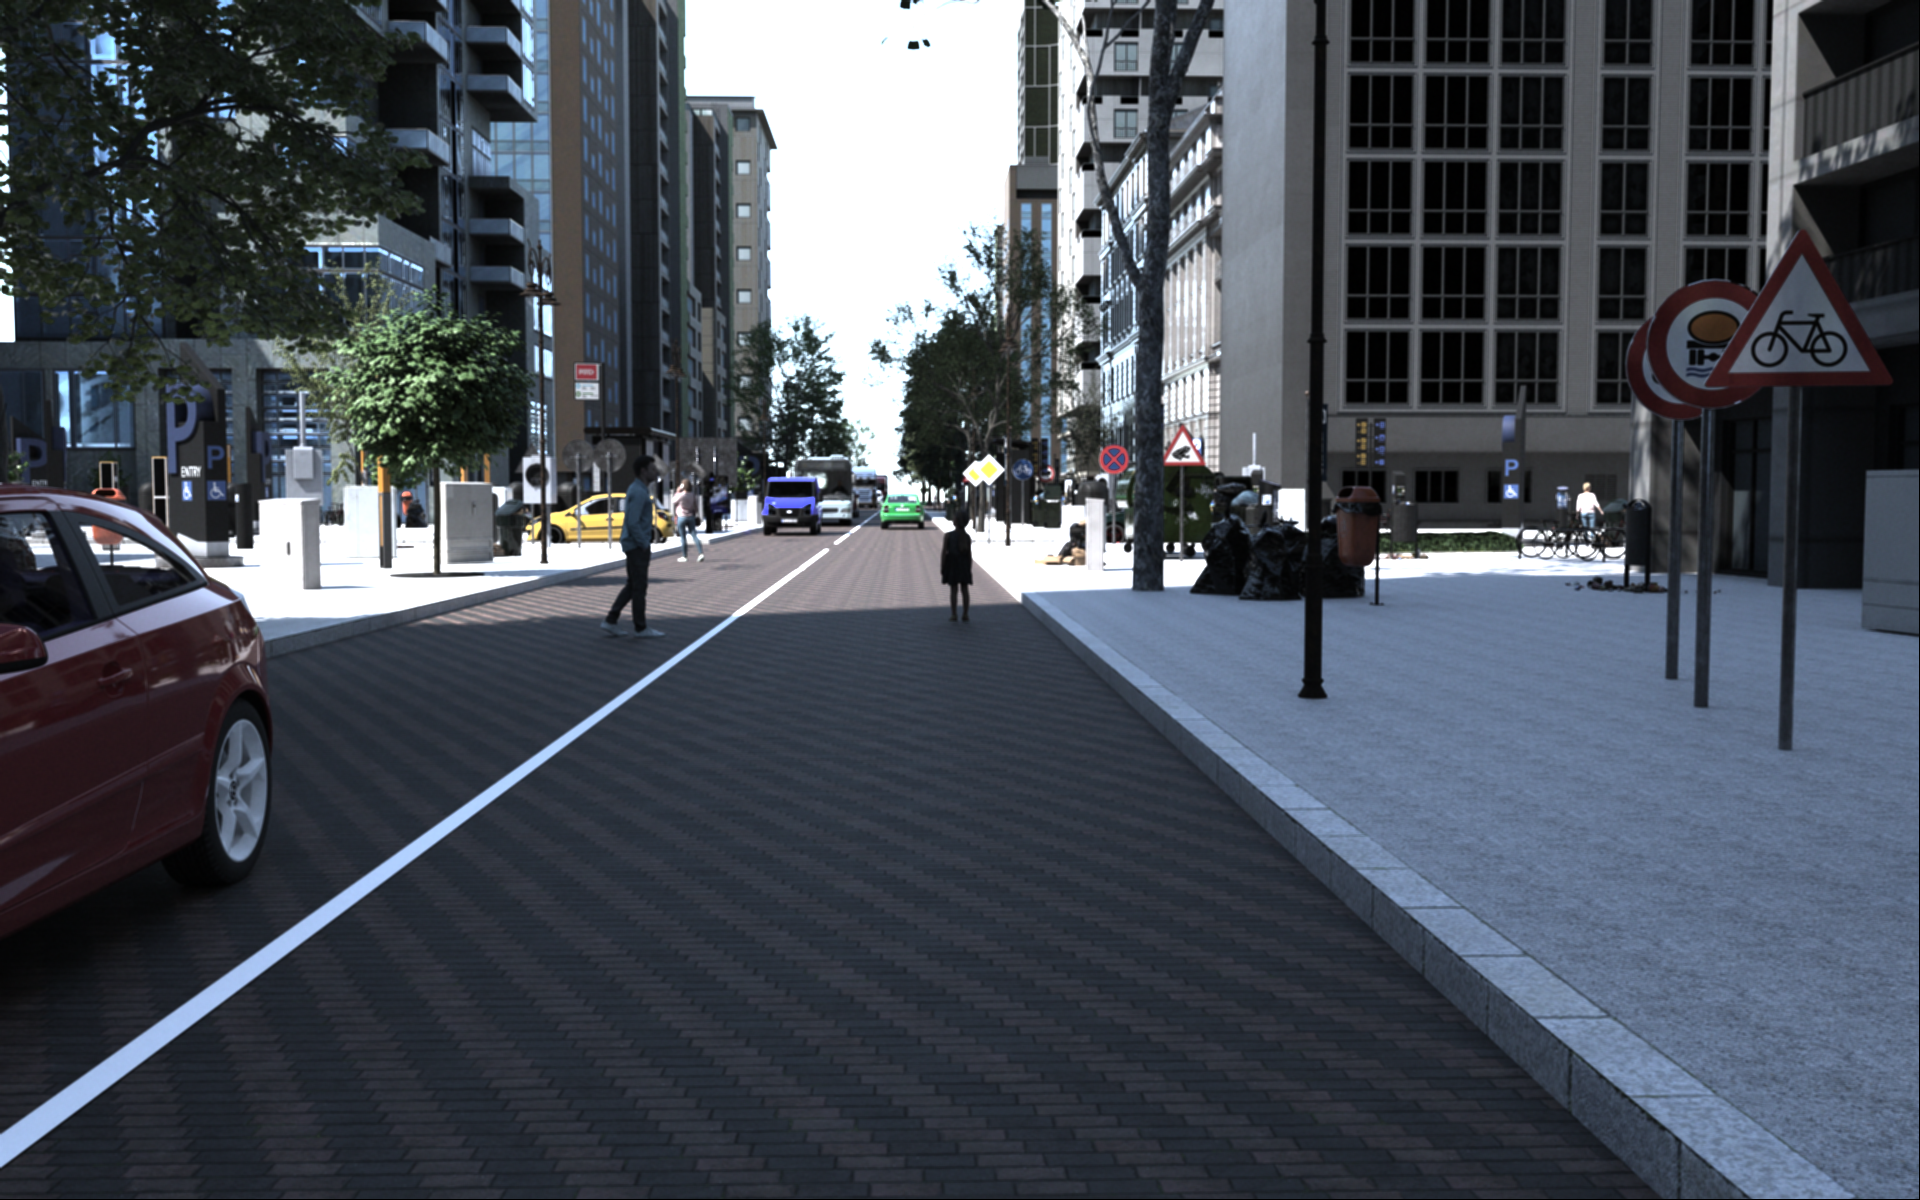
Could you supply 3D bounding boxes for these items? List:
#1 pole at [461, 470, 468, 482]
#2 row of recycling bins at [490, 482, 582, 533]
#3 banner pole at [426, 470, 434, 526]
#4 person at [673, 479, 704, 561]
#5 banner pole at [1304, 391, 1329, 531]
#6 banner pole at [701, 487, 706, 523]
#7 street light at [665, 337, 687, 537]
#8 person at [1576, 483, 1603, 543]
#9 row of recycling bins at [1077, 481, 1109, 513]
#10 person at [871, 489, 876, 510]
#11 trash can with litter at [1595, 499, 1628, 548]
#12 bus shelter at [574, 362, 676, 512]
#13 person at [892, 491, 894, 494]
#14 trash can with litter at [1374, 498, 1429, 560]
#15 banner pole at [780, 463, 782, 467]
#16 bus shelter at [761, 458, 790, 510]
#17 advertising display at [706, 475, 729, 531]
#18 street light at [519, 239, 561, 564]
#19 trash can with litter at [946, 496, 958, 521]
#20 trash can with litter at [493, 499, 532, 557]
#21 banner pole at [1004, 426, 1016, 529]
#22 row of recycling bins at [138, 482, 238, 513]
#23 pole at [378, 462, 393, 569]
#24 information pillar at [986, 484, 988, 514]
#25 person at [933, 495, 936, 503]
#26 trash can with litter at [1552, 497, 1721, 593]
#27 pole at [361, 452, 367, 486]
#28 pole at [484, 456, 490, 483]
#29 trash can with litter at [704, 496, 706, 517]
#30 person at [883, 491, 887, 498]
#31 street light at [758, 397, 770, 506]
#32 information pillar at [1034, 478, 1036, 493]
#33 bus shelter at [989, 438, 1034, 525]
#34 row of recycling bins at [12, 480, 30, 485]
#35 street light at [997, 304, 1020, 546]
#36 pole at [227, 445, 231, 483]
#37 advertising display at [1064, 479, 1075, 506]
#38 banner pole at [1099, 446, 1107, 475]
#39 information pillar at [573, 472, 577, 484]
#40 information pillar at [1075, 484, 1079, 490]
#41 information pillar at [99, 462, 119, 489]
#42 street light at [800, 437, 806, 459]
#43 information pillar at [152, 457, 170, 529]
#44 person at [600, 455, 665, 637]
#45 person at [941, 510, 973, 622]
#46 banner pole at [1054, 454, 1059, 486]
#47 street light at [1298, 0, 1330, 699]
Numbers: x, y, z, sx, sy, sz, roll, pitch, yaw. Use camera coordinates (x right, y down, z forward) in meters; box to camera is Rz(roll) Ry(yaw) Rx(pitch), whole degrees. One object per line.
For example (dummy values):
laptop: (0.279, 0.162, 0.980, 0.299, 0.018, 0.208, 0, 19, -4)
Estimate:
pole: (-15.050, -3.594, 52.607, 0.158, 3.312, 0.155, 0, 3, 0)
row of recycling bins: (-14.403, -3.124, 58.196, 3.534, 1.692, 1.069, -2, 4, -34)
banner pole: (-21.201, -4.855, 69.393, 0.401, 3.779, 0.863, 2, 4, 30)
person: (-5.736, -1.696, 36.813, 0.593, 1.750, 0.643, -3, 4, -38)
banner pole: (8.633, -3.193, 42.215, 0.863, 3.779, 0.401, -2, 4, -27)
banner pole: (-11.180, -5.296, 76.610, 0.863, 3.779, 0.401, -3, 4, -36)
street light: (-8.365, -4.800, 51.268, 0.468, 5.910, 1.993, 0, 4, -2)
person: (17.149, -2.317, 47.059, 0.731, 1.740, 0.598, 1, 4, 16)
row of recycling bins: (4.182, -2.906, 54.620, 1.069, 1.692, 3.534, 0, 4, 4)
person: (-8.047, -9.349, 160.986, 0.705, 1.869, 1.348, -1, 4, -9)
trash can with litter: (15.629, -1.839, 41.458, 0.624, 1.170, 1.055, 3, 5, 45)
bus shelter: (-10.757, -4.769, 55.598, 2.179, 5.291, 8.768, 0, 4, -2)
person: (-8.576, -13.159, 223.628, 0.705, 1.826, 1.348, -1, 4, -21)
trash can with litter: (8.357, -1.417, 34.224, 2.233, 1.210, 1.678, 0, 4, -2)
banner pole: (-12.613, -8.085, 122.207, 0.401, 3.779, 0.863, -1, 4, -10)
bus shelter: (-12.439, -7.631, 116.055, 1.731, 3.624, 6.357, 0, 4, -2)
advertising display: (-8.401, -3.345, 59.911, 0.123, 1.923, 0.974, 3, 4, 38)
street light: (-7.635, -3.599, 31.631, 0.468, 5.910, 1.993, 0, 4, -2)
trash can with litter: (-0.139, -4.265, 81.122, 1.055, 1.170, 0.624, 1, 4, 22)
trash can with litter: (-9.308, -1.472, 35.449, 0.624, 1.170, 1.055, 1, 4, 22)
banner pole: (1.790, -4.545, 64.325, 0.401, 3.779, 0.863, -1, 4, -20)
row of recycling bins: (-26.965, -3.283, 60.783, 3.534, 1.692, 1.069, 0, 4, -7)
pole: (-9.877, -2.193, 29.704, 0.158, 3.312, 0.155, 0, 3, 0)
information pillar: (1.605, -7.043, 106.504, 0.183, 3.616, 0.504, 1, 4, 15)
person: (-3.128, -11.968, 207.399, 0.599, 1.433, 0.991, 2, 4, 35)
trash can with litter: (8.997, -0.748, 23.292, 1.678, 1.210, 2.233, -1, 4, -9)
pole: (-21.720, -4.239, 63.148, 0.158, 3.312, 0.155, 0, 3, 0)
pole: (-13.721, -3.452, 50.281, 0.158, 3.312, 0.155, 0, 3, 0)
trash can with litter: (-14.364, -5.135, 95.348, 1.055, 1.170, 0.624, 2, 4, 32)
person: (-10.112, -13.925, 236.132, 0.705, 1.831, 1.348, -3, 4, -39)
street light: (-9.336, -6.731, 82.837, 0.468, 5.910, 1.993, 0, 4, -2)
information pillar: (3.238, -4.455, 77.332, 0.304, 2.012, 0.304, 0, 4, 5)
bus shelter: (2.227, -5.148, 75.460, 1.731, 3.624, 6.357, 0, 4, -2)
row of recycling bins: (-29.289, -2.710, 51.414, 1.069, 1.692, 3.534, 2, 4, 34)
street light: (1.177, -4.253, 42.328, 0.468, 5.910, 1.993, 0, 4, -2)
pole: (-30.127, -4.743, 71.391, 0.158, 3.312, 0.155, 0, 3, 0)
advertising display: (4.591, -4.124, 72.644, 0.123, 1.923, 0.974, -1, 4, -15)
banner pole: (7.395, -6.088, 89.549, 0.401, 3.779, 0.863, 3, 5, 45)
information pillar: (-19.836, -5.998, 89.421, 0.183, 3.616, 0.504, 1, 4, 14)
information pillar: (8.180, -7.099, 120.567, 0.304, 2.012, 0.304, 2, 4, 26)
information pillar: (-19.355, -2.137, 39.435, 0.304, 2.012, 0.304, 0, 4, -7)
street light: (-10.396, -8.663, 114.435, 0.468, 5.910, 1.993, 0, 4, -2)
information pillar: (-15.730, -1.820, 34.244, 0.304, 2.012, 0.304, 0, 4, 5)
person: (-3.298, -0.543, 17.391, 0.620, 1.820, 0.660, -1, 4, -19)
person: (-0.038, -0.384, 19.445, 0.362, 1.253, 0.373, -1, 4, -11)
banner pole: (6.057, -7.272, 108.910, 0.401, 3.779, 0.863, 2, 4, 28)
street light: (2.227, -2.323, 10.762, 0.468, 5.910, 1.993, 0, 4, -2)
